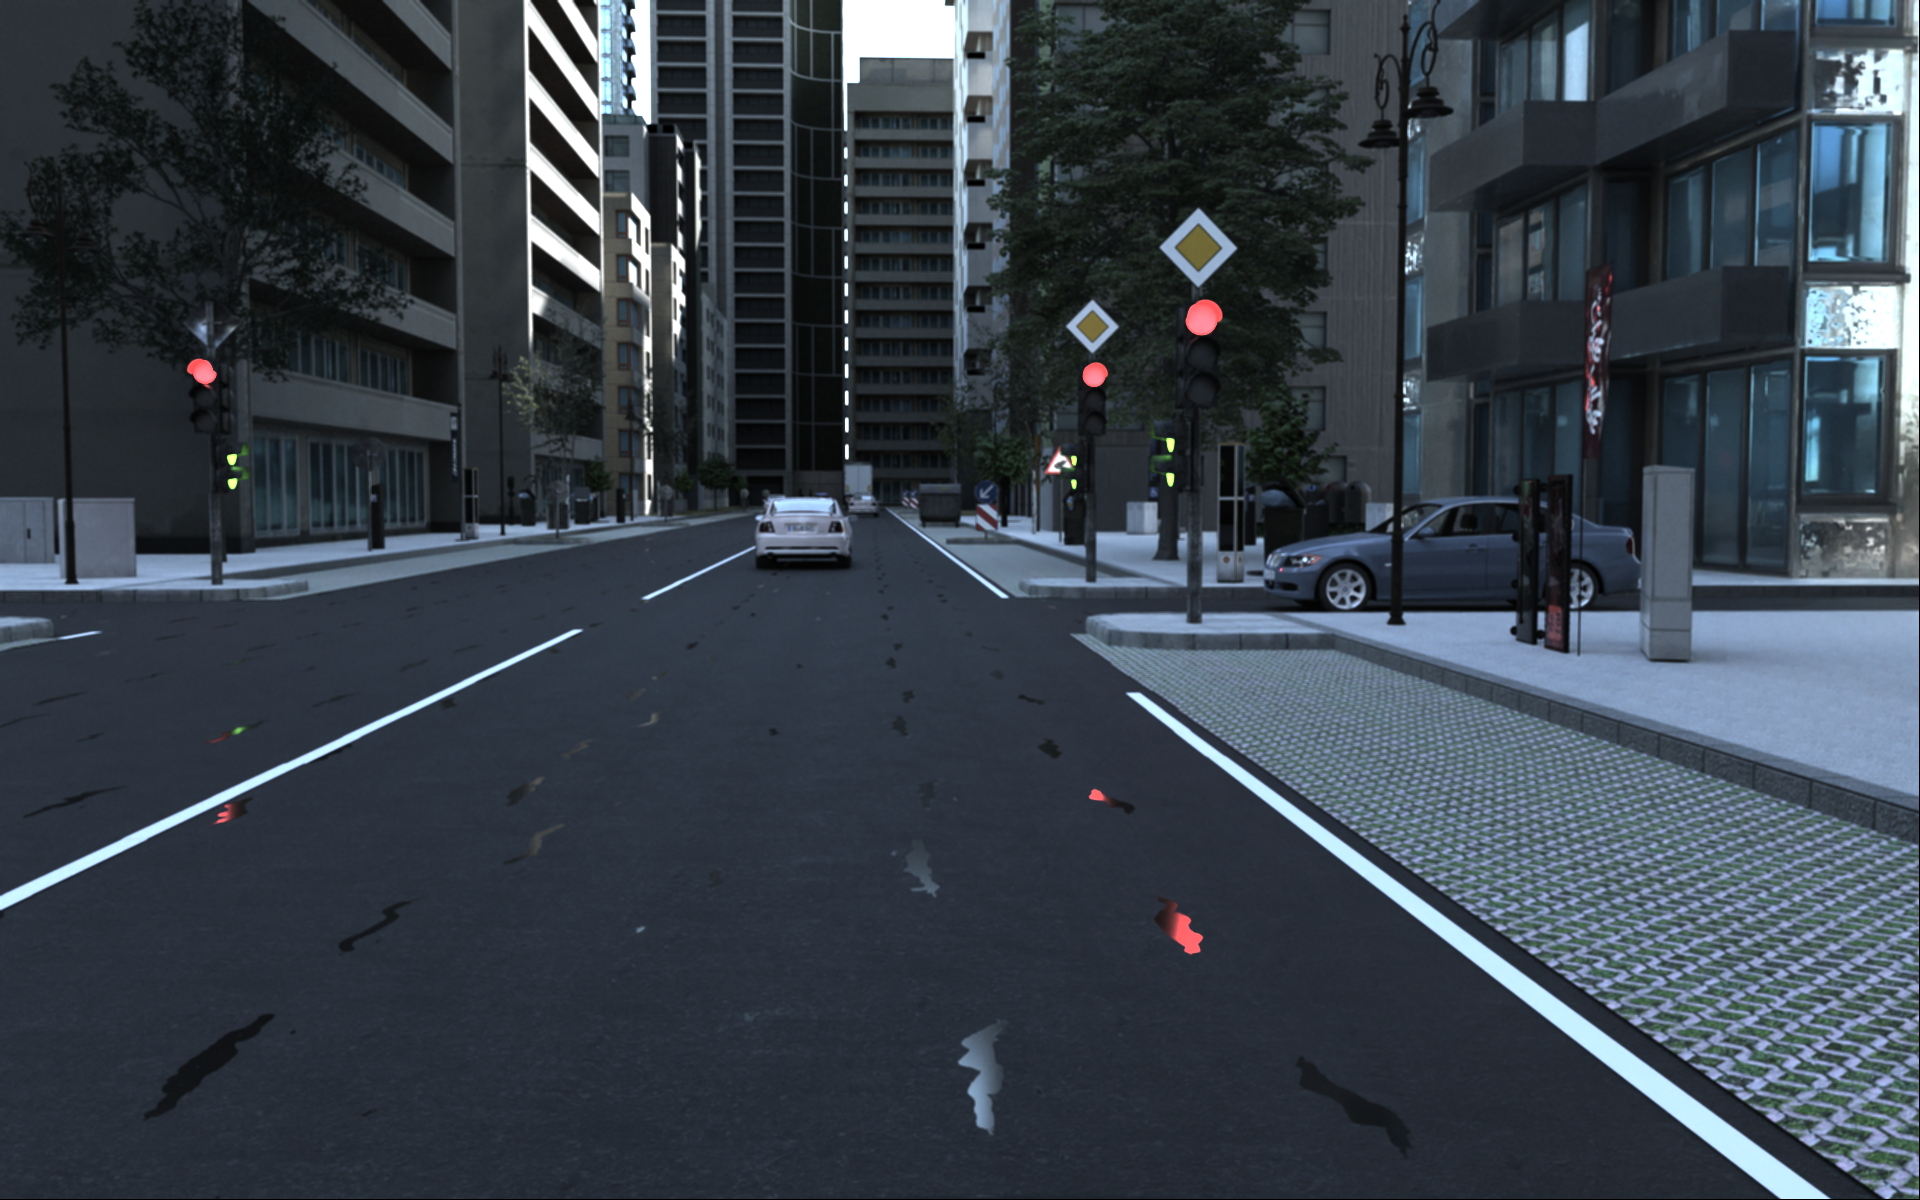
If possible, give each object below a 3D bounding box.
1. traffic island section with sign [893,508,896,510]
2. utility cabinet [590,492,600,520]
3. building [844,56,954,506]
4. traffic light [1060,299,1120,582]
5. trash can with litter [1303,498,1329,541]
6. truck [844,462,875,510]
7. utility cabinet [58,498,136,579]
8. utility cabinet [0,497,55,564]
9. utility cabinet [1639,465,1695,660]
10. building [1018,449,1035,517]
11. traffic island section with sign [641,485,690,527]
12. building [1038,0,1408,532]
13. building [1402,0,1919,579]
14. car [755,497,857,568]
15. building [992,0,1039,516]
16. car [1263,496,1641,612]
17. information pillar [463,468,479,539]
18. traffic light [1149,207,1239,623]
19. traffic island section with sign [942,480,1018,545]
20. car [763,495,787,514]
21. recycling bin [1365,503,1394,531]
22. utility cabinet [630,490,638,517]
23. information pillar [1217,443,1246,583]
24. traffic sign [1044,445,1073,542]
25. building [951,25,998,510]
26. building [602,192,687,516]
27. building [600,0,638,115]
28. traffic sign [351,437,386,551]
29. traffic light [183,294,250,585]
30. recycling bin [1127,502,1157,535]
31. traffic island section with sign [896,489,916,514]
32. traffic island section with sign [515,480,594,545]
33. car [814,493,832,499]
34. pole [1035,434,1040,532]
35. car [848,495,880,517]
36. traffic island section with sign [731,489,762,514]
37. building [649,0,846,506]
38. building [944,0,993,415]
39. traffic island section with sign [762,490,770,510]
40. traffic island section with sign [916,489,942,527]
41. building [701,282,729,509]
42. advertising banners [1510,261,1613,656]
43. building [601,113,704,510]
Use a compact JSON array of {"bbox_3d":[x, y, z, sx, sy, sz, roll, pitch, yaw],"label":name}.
[{"bbox_3d":[-4.955,-8.885,153.898,1.989,1.847,2.006,0,4,-3],"label":"traffic island section with sign"},{"bbox_3d":[-18.258,-4.695,85.441,0.318,1.500,1.173,2,4,25],"label":"utility cabinet"},{"bbox_3d":[-2.188,-35.031,196.463,21.600,48.544,21.300,0,4,-3],"label":"building"},{"bbox_3d":[1.886,-2.212,25.094,0.839,4.253,0.868,0,4,-3],"label":"traffic light"},{"bbox_3d":[7.346,-1.392,33.813,2.233,1.210,1.678,0,4,2],"label":"trash can with litter"},{"bbox_3d":[-9.199,-10.339,157.960,2.839,4.237,11.283,0,4,-3],"label":"truck"},{"bbox_3d":[-13.202,-0.939,26.507,1.020,1.237,0.306,-3,5,-44],"label":"utility cabinet"},{"bbox_3d":[-17.307,-1.275,32.009,1.020,1.237,0.306,0,4,6],"label":"utility cabinet"},{"bbox_3d":[5.598,-0.307,13.702,0.318,1.500,1.173,1,4,18],"label":"utility cabinet"},{"bbox_3d":[14.155,-39.823,89.353,20.563,71.187,20.611,0,4,-3],"label":"building"},{"bbox_3d":[-13.015,-4.166,76.735,1.989,1.847,2.006,0,4,-3],"label":"traffic island section with sign"},{"bbox_3d":[9.782,-23.309,64.697,14.154,41.232,14.086,0,4,-3],"label":"building"},{"bbox_3d":[24.843,-25.403,34.951,30.456,49.044,23.786,0,4,-3],"label":"building"},{"bbox_3d":[-3.111,-1.380,34.919,2.083,1.381,4.827,0,4,-3],"label":"car"},{"bbox_3d":[9.437,-28.044,108.631,14.600,45.320,14.200,0,4,-3],"label":"building"},{"bbox_3d":[6.010,-0.573,21.377,4.499,1.417,2.014,0,4,-3],"label":"car"},{"bbox_3d":[-13.836,-2.722,49.001,0.304,2.012,0.304,0,4,7],"label":"information pillar"},{"bbox_3d":[2.313,-1.725,17.120,0.839,4.253,0.868,0,4,-3],"label":"traffic light"},{"bbox_3d":[0.604,-2.517,49.773,1.989,1.847,2.006,0,4,-3],"label":"traffic island section with sign"},{"bbox_3d":[-13.619,-7.125,128.856,2.083,1.381,4.827,0,4,-4],"label":"car"},{"bbox_3d":[11.835,-2.193,48.411,0.722,1.027,0.722,-2,4,-34],"label":"recycling bin"},{"bbox_3d":[-17.853,-5.269,94.823,0.318,1.500,1.173,-1,4,-16],"label":"utility cabinet"},{"bbox_3d":[3.917,-1.256,25.030,0.304,2.012,0.304,2,4,33],"label":"information pillar"},{"bbox_3d":[2.665,-2.804,45.845,0.884,2.594,0.081,0,4,1],"label":"traffic sign"},{"bbox_3d":[11.223,-50.009,130.321,22.319,86.520,31.000,0,4,-3],"label":"building"},{"bbox_3d":[-33.339,-16.394,113.082,27.650,21.520,28.899,0,4,-3],"label":"building"},{"bbox_3d":[-49.013,-53.809,192.441,31.000,86.520,22.319,0,4,-3],"label":"building"},{"bbox_3d":[-13.221,-2.363,38.745,0.768,2.556,0.104,0,4,-1],"label":"traffic sign"},{"bbox_3d":[-10.507,-2.171,24.417,0.839,4.253,0.868,0,4,-3],"label":"traffic light"},{"bbox_3d":[5.768,-2.588,54.865,0.722,1.027,0.722,3,5,44],"label":"recycling bin"},{"bbox_3d":[-3.498,-7.230,126.839,1.989,1.847,2.006,0,4,-3],"label":"traffic island section with sign"},{"bbox_3d":[-11.560,-2.507,49.612,1.989,1.847,2.006,0,4,-3],"label":"traffic island section with sign"},{"bbox_3d":[-12.824,-9.220,160.333,1.945,1.707,3.694,0,4,-1],"label":"car"},{"bbox_3d":[2.637,-3.996,59.177,0.158,3.312,0.155,0,3,0],"label":"pole"},{"bbox_3d":[-6.044,-5.899,108.816,2.083,1.381,4.827,0,4,-2],"label":"car"},{"bbox_3d":[-15.649,-7.190,126.182,1.989,1.847,2.006,0,4,-3],"label":"traffic island section with sign"},{"bbox_3d":[-23.207,-46.198,193.587,20.611,71.187,20.563,0,4,-3],"label":"building"},{"bbox_3d":[13.438,-34.952,160.704,28.713,52.752,27.495,0,4,-3],"label":"building"},{"bbox_3d":[-17.100,-8.841,153.171,1.989,1.847,2.006,0,4,-3],"label":"traffic island section with sign"},{"bbox_3d":[-0.829,-4.170,76.815,1.989,1.847,2.006,0,4,-3],"label":"traffic island section with sign"},{"bbox_3d":[-36.914,-19.186,158.733,28.899,21.520,27.650,0,4,-3],"label":"building"},{"bbox_3d":[4.889,-1.097,14.125,0.090,3.025,2.074,0,3,0],"label":"advertising banners"},{"bbox_3d":[-27.813,-22.221,135.007,14.160,30.474,14.107,0,4,-3],"label":"building"}]
